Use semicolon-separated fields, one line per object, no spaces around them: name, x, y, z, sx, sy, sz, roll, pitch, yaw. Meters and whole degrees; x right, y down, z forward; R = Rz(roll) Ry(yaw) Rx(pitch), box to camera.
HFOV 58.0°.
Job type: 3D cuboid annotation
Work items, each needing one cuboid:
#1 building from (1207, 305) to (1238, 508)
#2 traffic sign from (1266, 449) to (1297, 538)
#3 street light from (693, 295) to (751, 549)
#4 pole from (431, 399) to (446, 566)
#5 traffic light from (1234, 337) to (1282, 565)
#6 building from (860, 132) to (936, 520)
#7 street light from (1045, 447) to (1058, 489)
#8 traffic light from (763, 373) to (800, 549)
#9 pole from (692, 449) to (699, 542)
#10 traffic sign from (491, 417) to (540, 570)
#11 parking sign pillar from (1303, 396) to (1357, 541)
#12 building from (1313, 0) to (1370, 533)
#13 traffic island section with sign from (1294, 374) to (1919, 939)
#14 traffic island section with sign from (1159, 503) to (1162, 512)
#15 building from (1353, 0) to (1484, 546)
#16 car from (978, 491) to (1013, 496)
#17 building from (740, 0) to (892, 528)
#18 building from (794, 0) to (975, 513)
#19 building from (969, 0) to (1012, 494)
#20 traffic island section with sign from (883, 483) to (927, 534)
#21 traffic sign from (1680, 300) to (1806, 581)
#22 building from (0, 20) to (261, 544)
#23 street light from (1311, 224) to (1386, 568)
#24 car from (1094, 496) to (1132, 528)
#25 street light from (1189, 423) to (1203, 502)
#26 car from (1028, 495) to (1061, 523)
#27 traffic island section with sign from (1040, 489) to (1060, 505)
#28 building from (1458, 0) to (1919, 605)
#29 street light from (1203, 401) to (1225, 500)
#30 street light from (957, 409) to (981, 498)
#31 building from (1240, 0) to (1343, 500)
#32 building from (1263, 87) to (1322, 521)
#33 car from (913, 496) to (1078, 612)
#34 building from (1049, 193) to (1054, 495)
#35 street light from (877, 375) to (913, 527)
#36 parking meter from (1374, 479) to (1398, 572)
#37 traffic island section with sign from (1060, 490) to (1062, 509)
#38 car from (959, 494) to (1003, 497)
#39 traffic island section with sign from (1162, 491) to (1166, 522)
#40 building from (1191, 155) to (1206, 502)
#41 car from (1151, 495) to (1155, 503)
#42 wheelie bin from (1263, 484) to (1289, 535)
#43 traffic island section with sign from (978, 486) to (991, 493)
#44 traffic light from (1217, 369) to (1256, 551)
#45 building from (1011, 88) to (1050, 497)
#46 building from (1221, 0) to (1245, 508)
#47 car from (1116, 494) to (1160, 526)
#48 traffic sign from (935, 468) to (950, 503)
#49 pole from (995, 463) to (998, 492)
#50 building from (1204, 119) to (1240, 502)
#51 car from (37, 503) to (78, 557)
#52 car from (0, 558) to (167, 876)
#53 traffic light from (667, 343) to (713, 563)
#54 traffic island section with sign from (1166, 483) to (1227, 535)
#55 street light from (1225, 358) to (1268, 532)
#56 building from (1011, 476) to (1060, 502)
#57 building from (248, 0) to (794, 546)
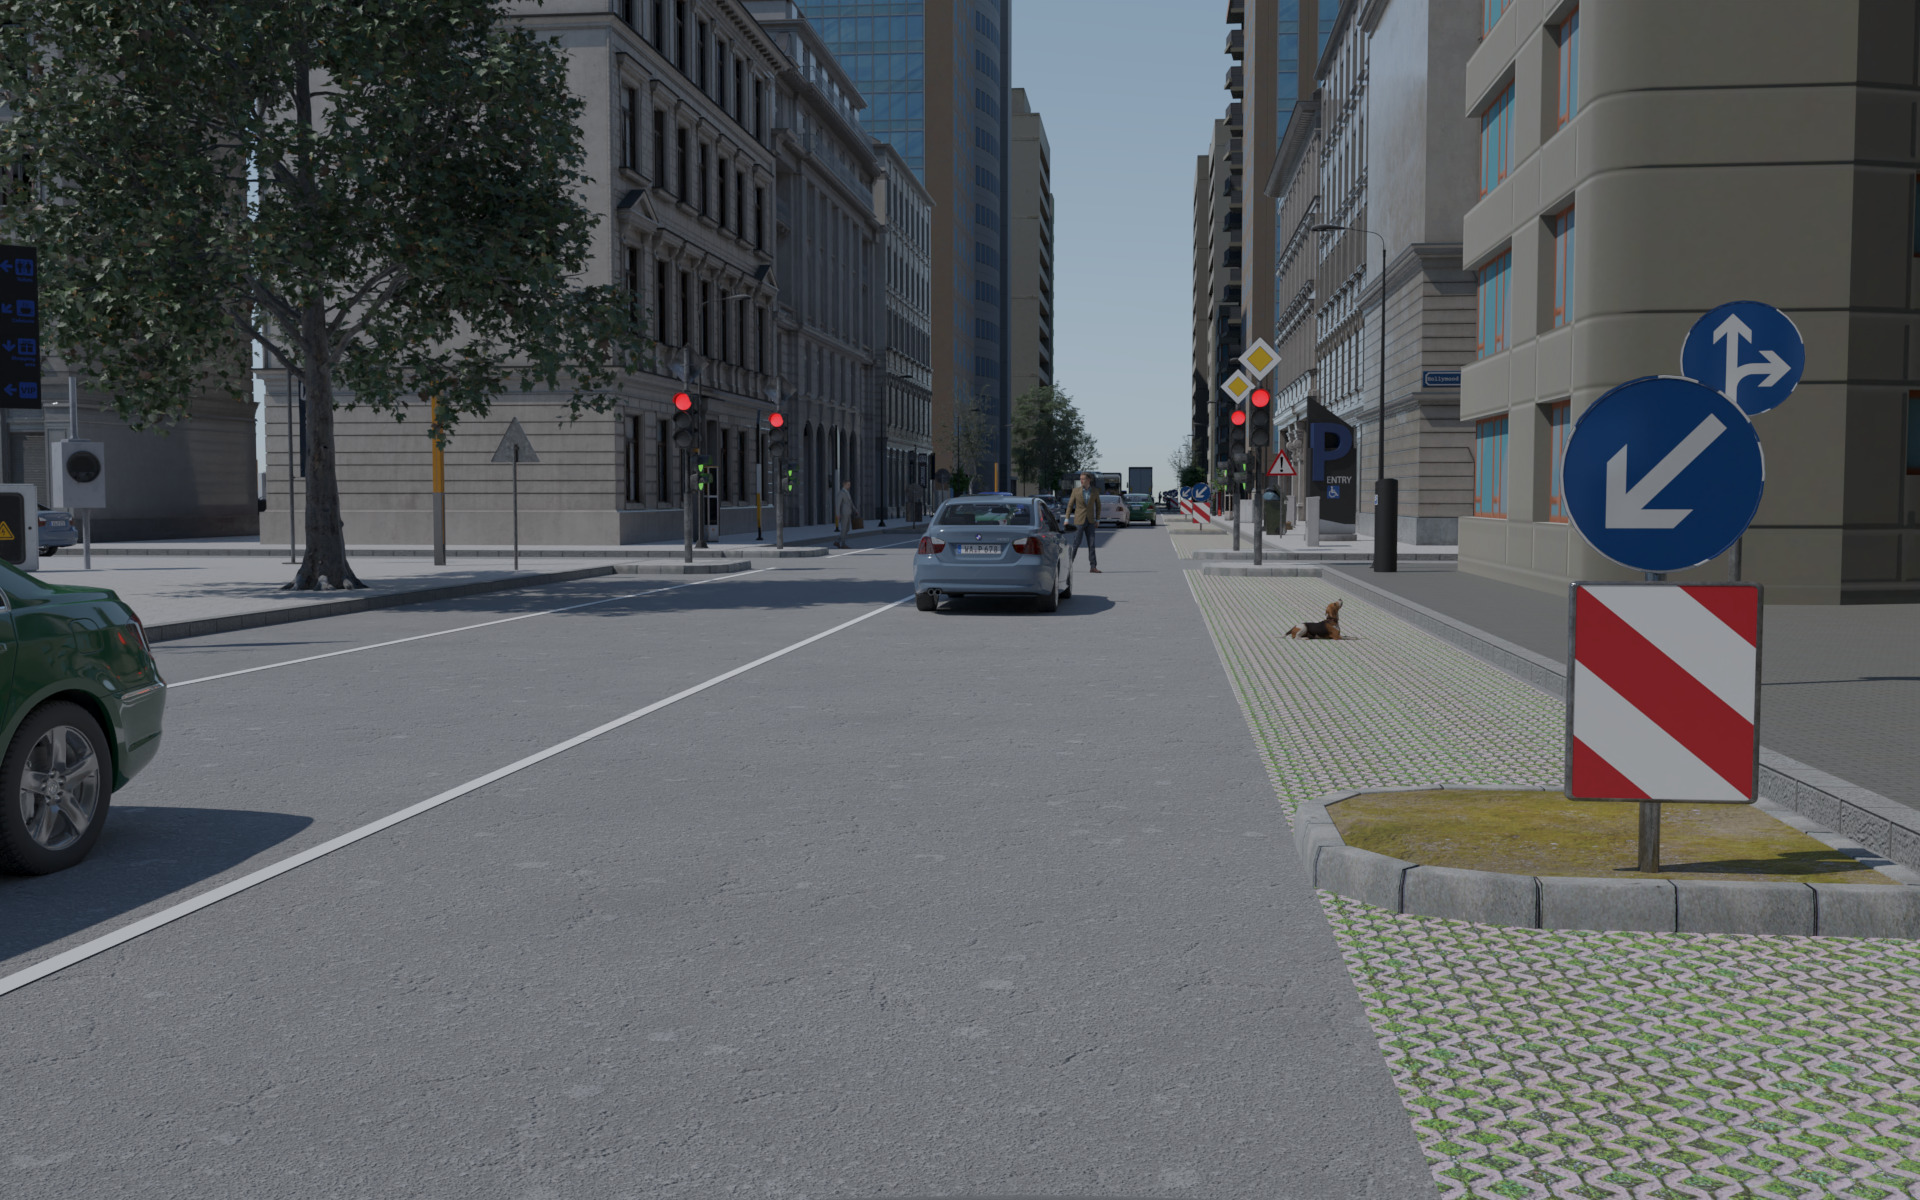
building;38.964;-19.954;171.288;27.650;21.520;28.899;0;4;6
traffic sign;9.279;-3.058;50.008;0.884;2.594;0.081;1;4;12
street light;-5.557;-4.161;40.575;1.470;5.913;1.316;0;4;6
pole;-9.336;-2.273;31.004;0.158;3.312;0.155;0;3;0
traffic light;5.347;-2.579;31.094;0.839;4.253;0.868;0;4;6
building;-7.278;-15.052;95.247;9.793;20.994;18.267;0;4;6
street light;9.004;-12.183;171.730;1.470;5.913;1.316;0;4;6
traffic light;-4.169;-3.134;40.167;0.839;4.253;0.868;0;4;6
pole;-6.972;-3.181;45.859;0.158;3.312;0.155;0;3;0
traffic sign;-7.487;-1.782;29.147;0.884;2.594;0.081;1;4;12
parking sign pillar;10.173;-3.608;47.467;1.447;3.967;1.447;0;4;-5
building;18.506;-13.063;62.730;9.793;20.994;18.267;0;4;6
traffic island section with sign;2.319;0.126;6.567;1.989;1.847;2.006;0;4;6
traffic island section with sign;16.897;-7.885;137.544;1.989;1.847;2.006;0;4;6
building;28.744;-13.853;45.587;34.723;24.649;14.460;0;4;6
car;1.101;-2.804;55.439;1.945;1.707;3.694;0;4;4
building;-11.276;-14.211;74.154;13.314;21.916;24.055;0;4;6
building;-6.551;-28.900;122.632;14.600;45.320;14.200;0;4;6
building;-7.313;-36.820;144.010;21.231;58.520;28.212;0;4;6
traffic island section with sign;-1.669;-3.327;63.022;1.989;1.847;2.006;0;4;6
traffic sign;5.166;-0.698;11.511;0.768;2.556;0.104;1;4;13
building;-31.135;-12.259;49.585;18.267;20.994;9.793;0;4;6
street light;6.735;-3.508;29.898;1.470;5.913;1.316;0;4;6
car;6.319;-3.806;74.597;2.083;1.381;4.827;0;4;8
street light;15.962;-8.625;113.561;1.470;5.913;1.316;0;4;6
car;3.958;-4.453;84.812;2.014;1.417;4.499;0;4;8
traffic island section with sign;6.796;-7.979;139.088;1.989;1.847;2.006;0;4;6
building;20.525;-10.251;12.649;27.650;21.520;28.899;0;4;6
street light;13.030;-6.971;86.518;1.470;5.913;1.316;0;4;6
street light;0.450;-7.476;94.775;1.470;5.913;1.316;0;4;6
building;27.053;-28.788;120.791;14.600;45.320;14.200;0;4;6
building;21.499;-14.750;92.071;10.553;20.767;40.483;0;4;6
car;0.492;-0.637;22.419;2.014;1.417;4.499;0;4;7
building;5.032;-33.386;229.454;14.154;41.232;14.086;0;4;6
street light;-2.526;-5.822;67.737;1.470;5.913;1.316;0;4;6
parking meter;7.002;-1.227;28.466;0.372;1.533;0.369;0;3;0
traffic island section with sign;9.841;-9.659;166.547;1.989;1.847;2.006;0;4;6
car;0.587;-2.206;47.863;2.131;1.459;4.920;0;4;5
traffic island section with sign;11.467;-4.899;88.726;1.989;1.847;2.006;0;4;6
building;42.421;-37.345;234.298;21.300;48.544;21.600;0;4;6
car;28.084;-14.992;257.691;1.945;1.354;3.894;0;4;7
wheelie bin;9.857;-2.827;54.128;0.693;1.594;0.980;1;4;23
traffic island section with sign;1.302;-4.965;89.814;1.989;1.847;2.006;0;4;6
traffic light;6.230;-3.065;39.030;0.839;4.253;0.868;0;4;6
building;-0.300;-35.959;211.623;21.300;48.544;21.600;0;4;6
building;32.900;-29.796;141.785;22.147;44.769;28.867;0;4;6
car;8.075;-4.132;79.349;2.131;1.459;4.920;0;4;6
traffic sign;-0.862;-5.239;85.765;0.768;2.556;0.104;1;4;13
pole;2.406;-7.330;113.695;0.158;3.312;0.155;0;3;0
building;41.515;-36.025;212.706;21.300;48.544;21.600;0;4;6
car;-22.050;-1.622;38.524;4.499;1.417;2.014;0;4;7
car;-4.466;0.396;5.326;2.131;1.459;4.920;0;4;7
traffic light;-5.052;-2.649;32.231;0.839;4.253;0.868;0;4;6
traffic island section with sign;8.440;-3.235;61.524;1.989;1.847;2.006;0;4;6
street light;9.921;-5.303;59.243;1.470;5.913;1.316;0;4;6
building;-1.463;-34.127;249.864;32.217;40.220;23.993;0;4;6
building;-12.135;-11.459;51.987;10.561;19.102;19.286;0;4;6
